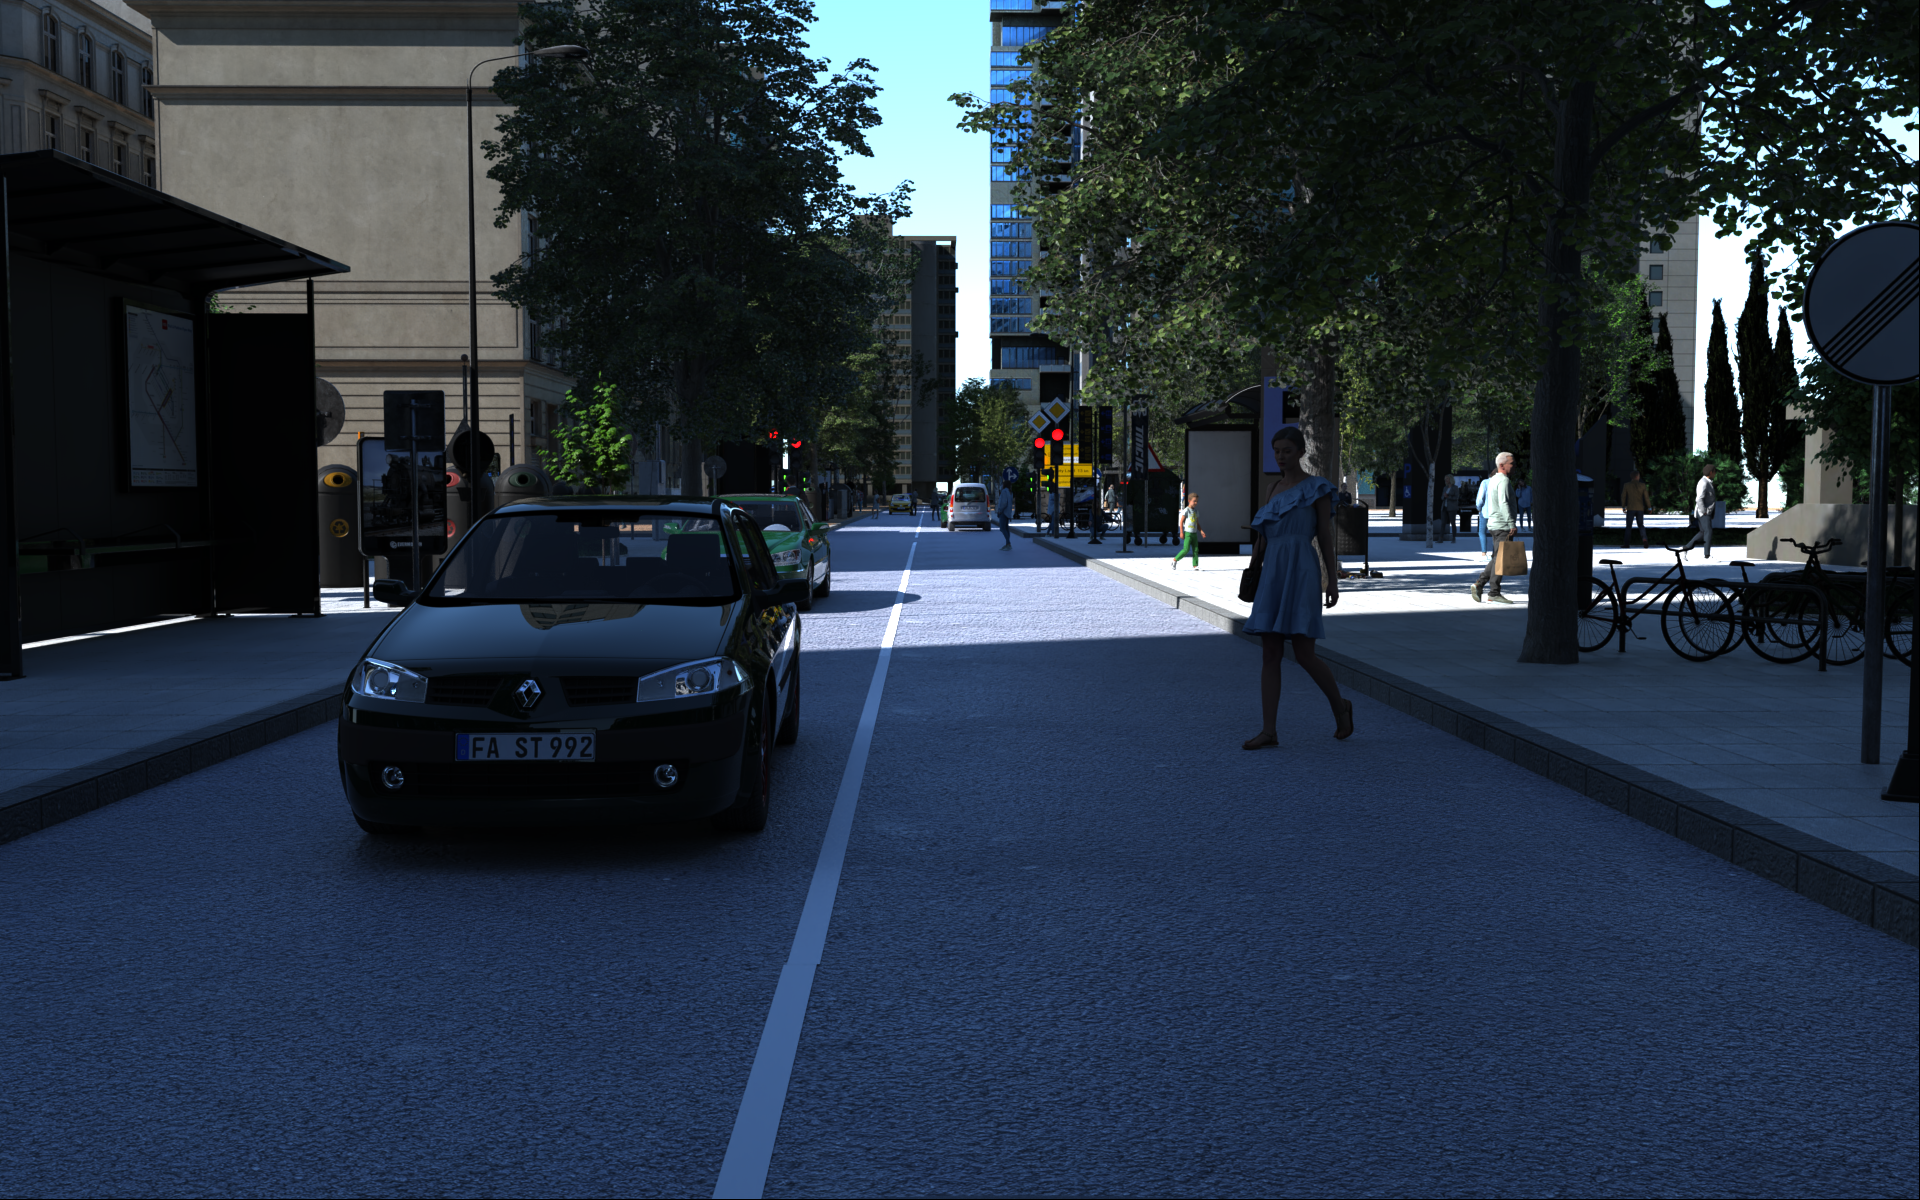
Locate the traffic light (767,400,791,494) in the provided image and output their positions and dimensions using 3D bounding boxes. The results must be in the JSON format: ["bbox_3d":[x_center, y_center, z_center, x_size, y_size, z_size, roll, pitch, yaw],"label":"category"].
[{"bbox_3d":[-5.285,-3.727,49.860,0.839,4.253,0.868,0,4,-1],"label":"traffic light"}]

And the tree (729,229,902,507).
[{"bbox_3d":[-6.526,-9.554,74.329,7.486,12.596,7.792,0,3,0],"label":"tree"}]

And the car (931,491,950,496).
[{"bbox_3d":[-2.274,-12.132,207.038,2.281,1.827,5.304,0,4,-2],"label":"car"}]

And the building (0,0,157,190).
[{"bbox_3d":[-59.434,-18.298,75.593,44.131,29.872,17.030,0,4,-1],"label":"building"}]

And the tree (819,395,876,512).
[{"bbox_3d":[-7.808,-10.412,120.600,4.360,8.622,3.978,0,3,0],"label":"tree"}]

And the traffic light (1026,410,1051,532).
[{"bbox_3d":[2.627,-4.226,58.008,0.839,4.253,0.868,0,4,-1],"label":"traffic light"}]

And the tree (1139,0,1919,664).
[{"bbox_3d":[4.917,-5.805,13.037,7.486,12.596,7.792,0,3,0],"label":"tree"}]

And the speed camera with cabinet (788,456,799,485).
[{"bbox_3d":[-8.444,-5.756,88.452,0.660,3.252,2.038,-1,4,-15],"label":"speed camera with cabinet"}]

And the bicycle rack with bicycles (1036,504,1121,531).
[{"bbox_3d":[4.517,-2.933,61.342,2.925,0.926,2.852,3,5,42],"label":"bicycle rack with bicycles"}]

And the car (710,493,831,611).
[{"bbox_3d":[-2.733,-0.673,22.802,2.131,1.459,4.920,0,4,0],"label":"car"}]

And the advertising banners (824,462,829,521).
[{"bbox_3d":[-6.266,-5.203,81.257,0.090,3.025,2.074,0,4,1],"label":"advertising banners"}]

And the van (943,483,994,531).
[{"bbox_3d":[0.350,-3.738,68.129,2.013,2.044,4.112,0,4,-1],"label":"van"}]

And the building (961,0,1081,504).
[{"bbox_3d":[15.605,-56.525,236.855,31.000,86.520,22.319,0,4,-1],"label":"building"}]

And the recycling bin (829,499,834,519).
[{"bbox_3d":[-6.908,-4.669,88.891,0.722,1.027,0.722,1,4,13],"label":"recycling bin"}]

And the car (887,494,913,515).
[{"bbox_3d":[-4.142,-6.802,121.431,2.015,1.641,3.980,0,4,-2],"label":"car"}]

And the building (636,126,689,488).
[{"bbox_3d":[-24.735,-19.183,110.904,12.463,27.353,25.104,0,4,-1],"label":"building"}]

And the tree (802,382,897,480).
[{"bbox_3d":[-8.648,-12.146,132.993,8.767,10.594,7.601,1,4,21],"label":"tree"}]

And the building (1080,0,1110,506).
[{"bbox_3d":[23.259,-39.222,183.270,21.231,58.520,28.212,0,4,-1],"label":"building"}]

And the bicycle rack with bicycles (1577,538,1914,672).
[{"bbox_3d":[6.542,-0.008,13.510,2.852,0.926,2.925,-2,4,-28],"label":"bicycle rack with bicycles"}]

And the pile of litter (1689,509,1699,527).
[{"bbox_3d":[20.710,-2.084,48.046,1.176,0.858,1.719,3,5,43],"label":"pile of litter"}]

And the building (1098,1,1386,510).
[{"bbox_3d":[24.212,-32.702,154.293,23.786,49.044,30.456,0,4,-1],"label":"building"}]

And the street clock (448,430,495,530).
[{"bbox_3d":[-5.526,-0.922,19.640,0.471,2.002,0.358,-2,4,-29],"label":"street clock"}]

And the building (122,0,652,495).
[{"bbox_3d":[-25.074,-15.304,83.497,16.112,22.955,30.059,0,4,-1],"label":"building"}]

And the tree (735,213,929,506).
[{"bbox_3d":[-9.100,-15.596,110.879,12.611,20.169,13.585,0,3,0],"label":"tree"}]

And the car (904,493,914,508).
[{"bbox_3d":[-5.376,-10.101,174.735,1.945,1.707,3.694,0,4,1],"label":"car"}]

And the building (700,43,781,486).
[{"bbox_3d":[-34.651,-34.558,184.624,30.456,49.044,23.786,0,4,-1],"label":"building"}]

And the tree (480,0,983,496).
[{"bbox_3d":[-6.070,-8.136,39.686,9.857,13.997,8.962,0,3,0],"label":"tree"}]

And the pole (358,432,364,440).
[{"bbox_3d":[-19.602,-3.851,56.801,0.158,3.312,0.155,0,3,0],"label":"pole"}]

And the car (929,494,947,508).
[{"bbox_3d":[-2.065,-10.005,175.371,2.131,1.459,4.920,0,4,-3],"label":"car"}]

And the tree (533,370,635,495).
[{"bbox_3d":[-5.526,-1.983,27.029,1.663,3.219,1.824,0,3,0],"label":"tree"}]

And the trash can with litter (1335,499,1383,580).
[{"bbox_3d":[5.612,-0.954,26.650,2.233,1.210,1.678,-1,4,-10],"label":"trash can with litter"}]

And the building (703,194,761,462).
[{"bbox_3d":[-25.950,-23.761,160.198,14.160,30.474,14.107,0,4,-1],"label":"building"}]

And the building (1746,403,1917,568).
[{"bbox_3d":[31.963,-20.484,26.789,32.217,40.220,23.993,0,4,-1],"label":"building"}]

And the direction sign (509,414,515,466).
[{"bbox_3d":[-12.717,-3.500,49.216,0.379,3.537,0.876,-1,4,-20],"label":"direction sign"}]

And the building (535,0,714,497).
[{"bbox_3d":[-29.826,-43.013,141.509,20.563,71.187,20.611,0,4,-1],"label":"building"}]

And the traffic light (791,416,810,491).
[{"bbox_3d":[-5.432,-4.215,57.844,0.839,4.253,0.868,0,4,-1],"label":"traffic light"}]

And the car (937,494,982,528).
[{"bbox_3d":[0.087,-3.838,74.542,2.131,1.459,4.920,0,3,0],"label":"car"}]

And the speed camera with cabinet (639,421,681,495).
[{"bbox_3d":[-8.283,-3.273,47.850,0.660,3.252,2.038,1,4,9],"label":"speed camera with cabinet"}]

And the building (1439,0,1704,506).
[{"bbox_3d":[65.860,-45.868,188.198,20.611,71.187,20.563,0,4,-1],"label":"building"}]

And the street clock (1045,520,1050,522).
[{"bbox_3d":[3.997,-4.549,78.954,0.471,2.002,0.358,2,4,26],"label":"street clock"}]

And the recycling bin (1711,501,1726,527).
[{"bbox_3d":[26.621,-2.981,61.287,0.722,1.027,0.722,1,4,9],"label":"recycling bin"}]

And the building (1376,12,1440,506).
[{"bbox_3d":[45.171,-45.820,187.405,20.611,71.187,20.563,0,4,-1],"label":"building"}]

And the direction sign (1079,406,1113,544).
[{"bbox_3d":[3.477,-3.210,44.479,0.876,3.537,0.379,0,4,-7],"label":"direction sign"}]

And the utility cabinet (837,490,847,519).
[{"bbox_3d":[-6.060,-4.909,88.937,0.318,1.500,1.173,-1,4,-15],"label":"utility cabinet"}]

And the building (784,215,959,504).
[{"bbox_3d":[-12.242,-33.750,243.690,23.993,40.220,32.217,0,4,-1],"label":"building"}]

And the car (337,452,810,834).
[{"bbox_3d":[-1.722,0.075,8.563,2.009,1.686,4.222,0,4,-2],"label":"car"}]

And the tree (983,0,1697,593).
[{"bbox_3d":[4.753,-7.080,22.418,9.857,13.997,8.962,0,3,0],"label":"tree"}]

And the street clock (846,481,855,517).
[{"bbox_3d":[-6.202,-5.722,98.125,0.471,2.002,0.358,0,4,1],"label":"street clock"}]

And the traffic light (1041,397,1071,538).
[{"bbox_3d":[2.775,-3.737,50.024,0.839,4.253,0.868,0,4,-1],"label":"traffic light"}]
